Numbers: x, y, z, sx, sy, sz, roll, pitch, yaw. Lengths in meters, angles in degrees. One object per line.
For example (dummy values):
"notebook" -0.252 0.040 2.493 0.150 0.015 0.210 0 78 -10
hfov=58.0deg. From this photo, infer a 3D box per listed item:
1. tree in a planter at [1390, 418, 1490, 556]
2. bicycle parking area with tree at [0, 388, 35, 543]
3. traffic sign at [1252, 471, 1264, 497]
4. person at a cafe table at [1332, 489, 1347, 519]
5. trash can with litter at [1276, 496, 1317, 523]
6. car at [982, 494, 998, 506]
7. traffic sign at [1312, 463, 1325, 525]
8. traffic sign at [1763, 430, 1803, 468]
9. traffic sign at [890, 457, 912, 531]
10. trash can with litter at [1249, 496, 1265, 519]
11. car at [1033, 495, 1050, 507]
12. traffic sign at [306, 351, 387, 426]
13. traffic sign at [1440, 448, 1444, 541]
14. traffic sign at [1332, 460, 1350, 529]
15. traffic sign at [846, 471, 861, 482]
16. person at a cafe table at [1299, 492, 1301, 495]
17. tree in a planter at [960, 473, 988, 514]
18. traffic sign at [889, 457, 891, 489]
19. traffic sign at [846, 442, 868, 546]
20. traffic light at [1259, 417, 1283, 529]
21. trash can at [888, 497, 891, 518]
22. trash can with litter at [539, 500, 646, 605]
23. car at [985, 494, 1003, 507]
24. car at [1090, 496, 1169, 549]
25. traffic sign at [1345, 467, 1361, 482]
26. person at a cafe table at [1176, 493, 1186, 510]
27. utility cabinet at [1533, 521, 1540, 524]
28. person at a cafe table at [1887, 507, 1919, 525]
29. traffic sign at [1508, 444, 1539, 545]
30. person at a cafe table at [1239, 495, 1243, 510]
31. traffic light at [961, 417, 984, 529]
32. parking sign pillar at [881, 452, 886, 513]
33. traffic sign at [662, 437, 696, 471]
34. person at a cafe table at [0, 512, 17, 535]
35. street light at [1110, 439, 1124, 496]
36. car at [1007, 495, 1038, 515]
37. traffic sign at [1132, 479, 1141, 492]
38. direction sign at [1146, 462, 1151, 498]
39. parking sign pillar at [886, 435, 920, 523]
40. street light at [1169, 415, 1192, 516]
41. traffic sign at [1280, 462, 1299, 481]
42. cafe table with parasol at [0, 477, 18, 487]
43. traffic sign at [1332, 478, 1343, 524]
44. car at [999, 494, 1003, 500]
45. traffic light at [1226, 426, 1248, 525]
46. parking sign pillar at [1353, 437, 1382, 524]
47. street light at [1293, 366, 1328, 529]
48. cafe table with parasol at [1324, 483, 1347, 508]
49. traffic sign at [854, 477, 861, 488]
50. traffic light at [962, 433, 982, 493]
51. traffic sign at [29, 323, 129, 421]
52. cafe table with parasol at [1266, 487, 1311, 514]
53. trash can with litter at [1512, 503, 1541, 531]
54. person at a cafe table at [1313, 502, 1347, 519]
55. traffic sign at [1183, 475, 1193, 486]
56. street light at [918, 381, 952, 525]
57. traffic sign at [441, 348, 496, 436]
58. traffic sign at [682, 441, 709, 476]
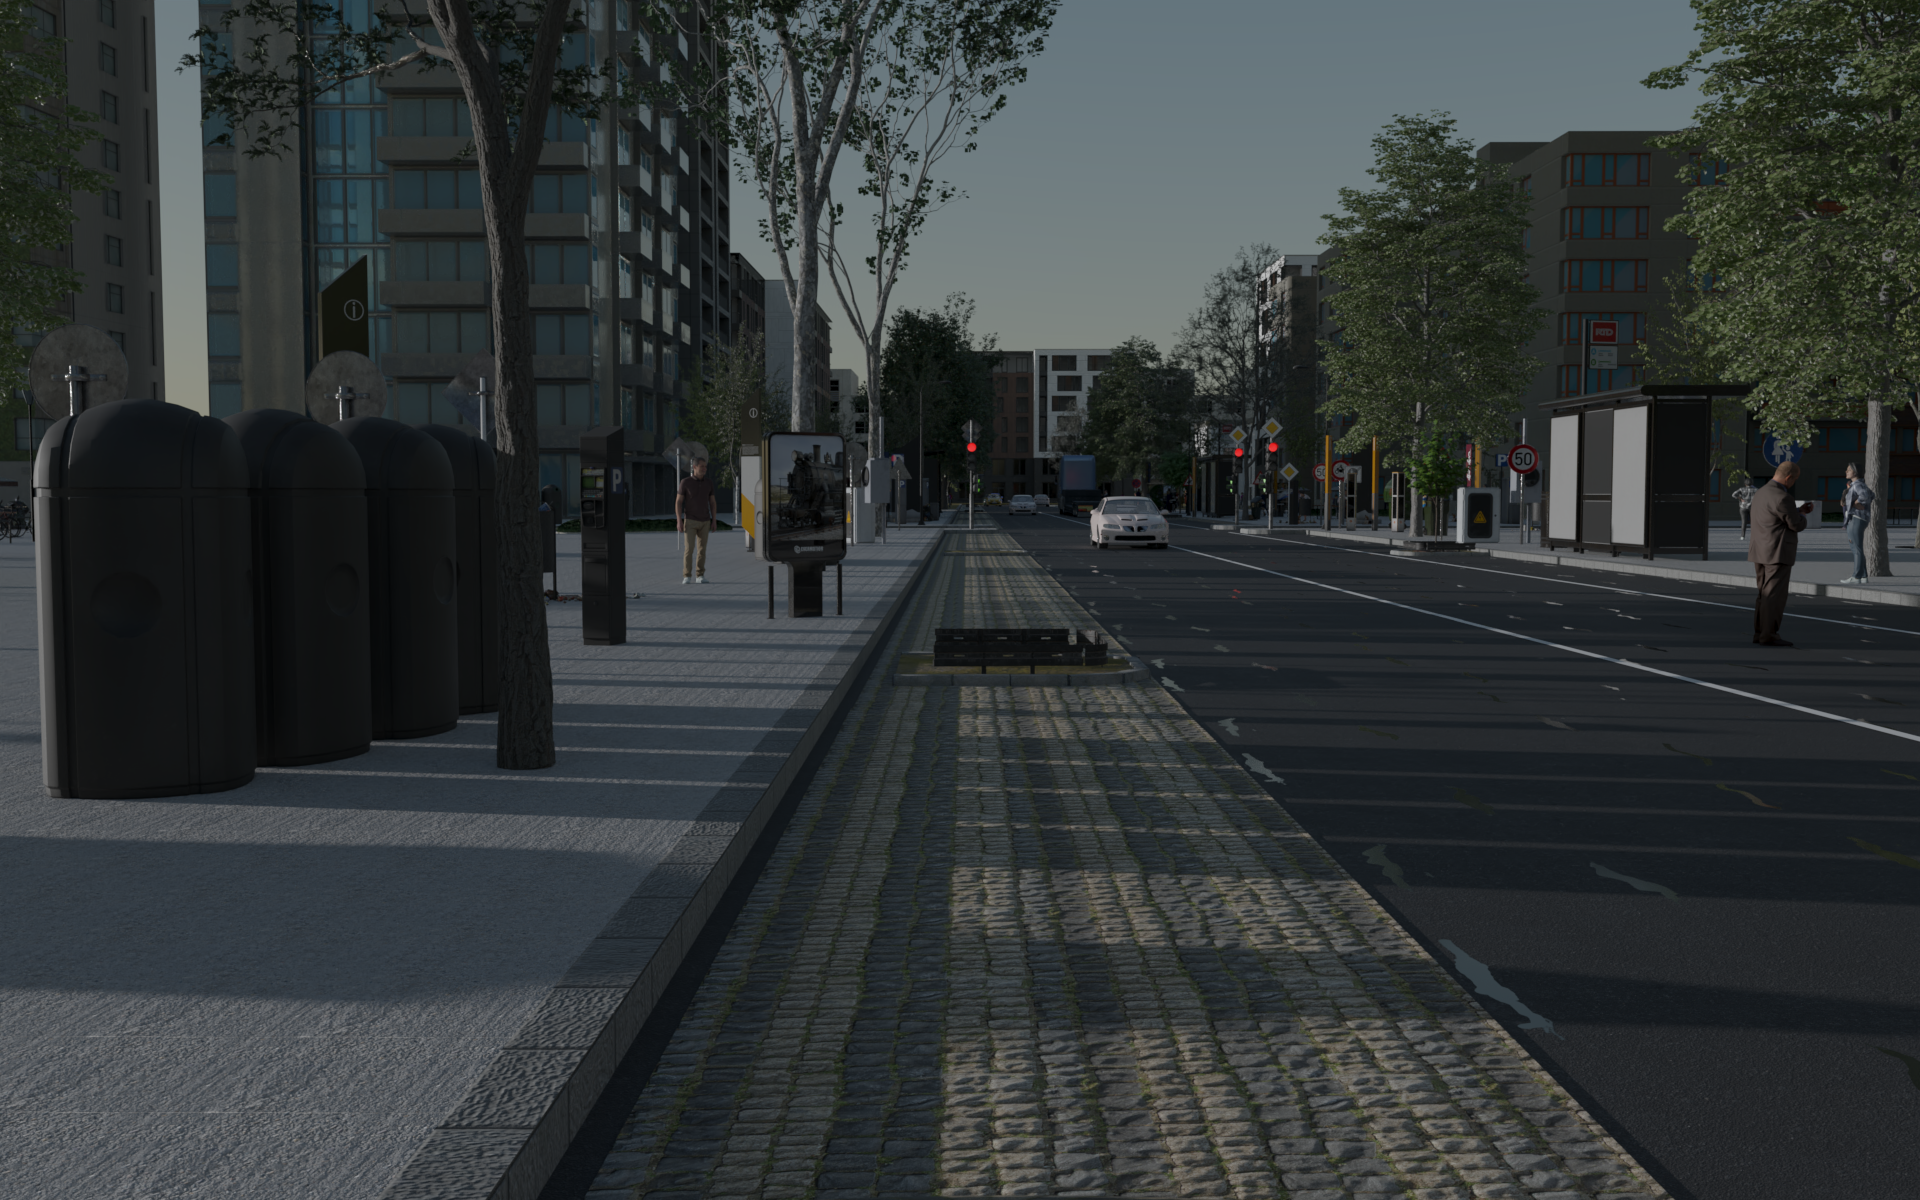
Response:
"tree in a planter" 11.280 -2.673 40.933 1.991 3.239 1.994 0 4 0
"bicycle parking area with tree" -27.125 -3.717 47.779 8.231 4.147 9.016 3 5 40
"traffic sign" 16.701 -5.894 96.365 0.884 2.594 0.081 1 4 8
"person at a cafe table" 18.420 -4.496 82.029 1.698 1.524 1.622 -2 4 -26
"trash can with litter" 14.743 -3.973 76.012 2.233 1.210 1.678 1 4 15
"car" 3.702 -12.213 209.473 2.009 1.686 4.222 0 4 2
"traffic sign" 14.848 -4.345 71.149 0.768 2.556 0.104 0 4 2
"traffic sign" 16.261 -2.093 34.320 0.768 2.556 0.104 0 4 4
"traffic sign" -2.135 -3.720 60.819 0.884 2.594 0.081 0 4 5
"trash can with litter" 14.768 -4.628 87.050 1.055 1.170 0.624 -3 5 -42
"car" 9.151 -11.251 196.313 2.083 1.381 4.827 0 3 0
"traffic sign" -5.462 -0.936 15.414 0.768 2.556 0.104 1 4 8
"traffic sign" 13.259 -2.914 47.647 0.884 2.594 0.081 0 4 2
"traffic sign" 14.063 -3.911 64.043 0.768 2.556 0.104 0 4 6
"traffic sign" -4.751 -4.676 76.554 0.768 2.556 0.104 1 4 10
"person at a cafe table" 23.612 -6.930 121.813 1.622 1.524 1.698 2 4 35
"tree in a planter" 1.024 -7.744 123.832 1.991 3.239 1.994 0 4 0
"traffic sign" -3.829 -6.167 94.709 2.265 3.308 0.079 0 4 6
"traffic sign" -2.642 -2.586 42.384 0.768 2.556 0.104 0 4 2
"traffic light" 11.351 -4.545 63.225 0.839 4.253 0.868 0 4 0
"trash can" -3.624 -4.281 81.647 0.748 1.137 0.748 0 3 0
"trash can with litter" -4.699 -0.597 20.817 2.233 1.210 1.678 -3 4 -38
"car" 3.888 -11.569 199.383 2.015 1.641 3.980 0 4 -1
"car" 4.554 -2.117 46.974 2.083 1.381 4.827 0 4 1
"traffic sign" 14.307 -3.731 63.136 0.606 2.300 0.079 0 4 5
"person at a cafe table" 18.143 -8.211 142.772 1.622 1.524 1.698 0 4 2
"utility cabinet" 24.293 -3.935 73.021 0.318 1.500 1.173 1 4 17
"person at a cafe table" 38.678 -3.751 72.197 1.726 1.238 1.698 0 4 2
"traffic sign" 14.285 -2.684 43.995 0.768 2.556 0.104 1 4 10
"person at a cafe table" 21.792 -7.940 138.329 1.622 1.524 1.698 1 4 19
"traffic light" 0.450 -4.547 63.262 0.839 4.253 0.868 0 4 0
"parking sign pillar" -3.590 -5.600 80.038 1.447 3.967 1.447 -1 4 -9
"traffic sign" -6.493 -2.458 39.921 0.795 2.593 0.064 0 4 6
"person at a cafe table" -30.540 -2.765 53.721 1.698 1.524 1.622 1 4 8
"street light" 13.229 -10.626 146.281 1.470 5.913 1.316 0 4 0
"car" 4.287 -6.509 118.782 2.083 1.381 4.827 0 4 1
"traffic sign" 14.775 -8.867 145.086 0.768 2.556 0.104 1 4 9
"direction sign" 13.311 -7.984 122.527 0.379 3.537 0.876 -1 4 -14
"parking sign pillar" -2.442 -5.488 78.201 1.447 3.967 1.447 0 4 -5
"street light" 12.923 -7.904 101.774 1.470 5.913 1.316 0 4 0
"traffic sign" 13.641 -4.403 71.721 0.795 2.593 0.064 0 4 7
"cafe table with parasol" -20.210 -1.809 34.438 2.610 1.966 2.610 -2 4 -26
"traffic sign" 16.316 -4.522 73.935 0.884 2.594 0.081 1 4 9
"car" 4.493 -12.936 221.095 1.945 1.707 3.694 0 4 0
"traffic light" 11.390 -5.033 71.210 0.839 4.253 0.868 0 4 0
"parking sign pillar" 17.559 -5.294 75.023 1.447 3.967 1.447 -2 4 -24
"street light" 12.742 -5.518 62.763 1.470 5.913 1.316 0 4 0
"cafe table with parasol" 25.010 -6.580 112.443 2.610 1.966 2.610 1 4 17
"traffic sign" -5.016 -5.101 77.267 2.265 3.308 0.079 1 4 10
"traffic light" 0.489 -5.035 71.247 0.839 4.253 0.868 0 4 0
"traffic sign" -6.593 -0.786 12.962 0.768 2.556 0.104 0 4 3
"cafe table with parasol" 21.024 -6.637 113.374 2.610 1.966 2.610 -1 4 -21
"trash can with litter" 20.556 -3.017 60.380 2.233 1.210 1.678 3 5 39
"person at a cafe table" 19.071 -4.727 88.154 1.726 1.238 1.698 2 4 31
"traffic sign" 14.631 -6.749 110.357 0.884 2.594 0.081 0 4 2
"street light" -1.044 -6.031 71.145 1.470 5.913 1.316 0 4 0
"traffic sign" -4.311 -0.975 15.679 0.795 2.593 0.064 0 4 5
"traffic sign" -6.434 -2.545 41.711 0.768 2.556 0.104 0 4 3
